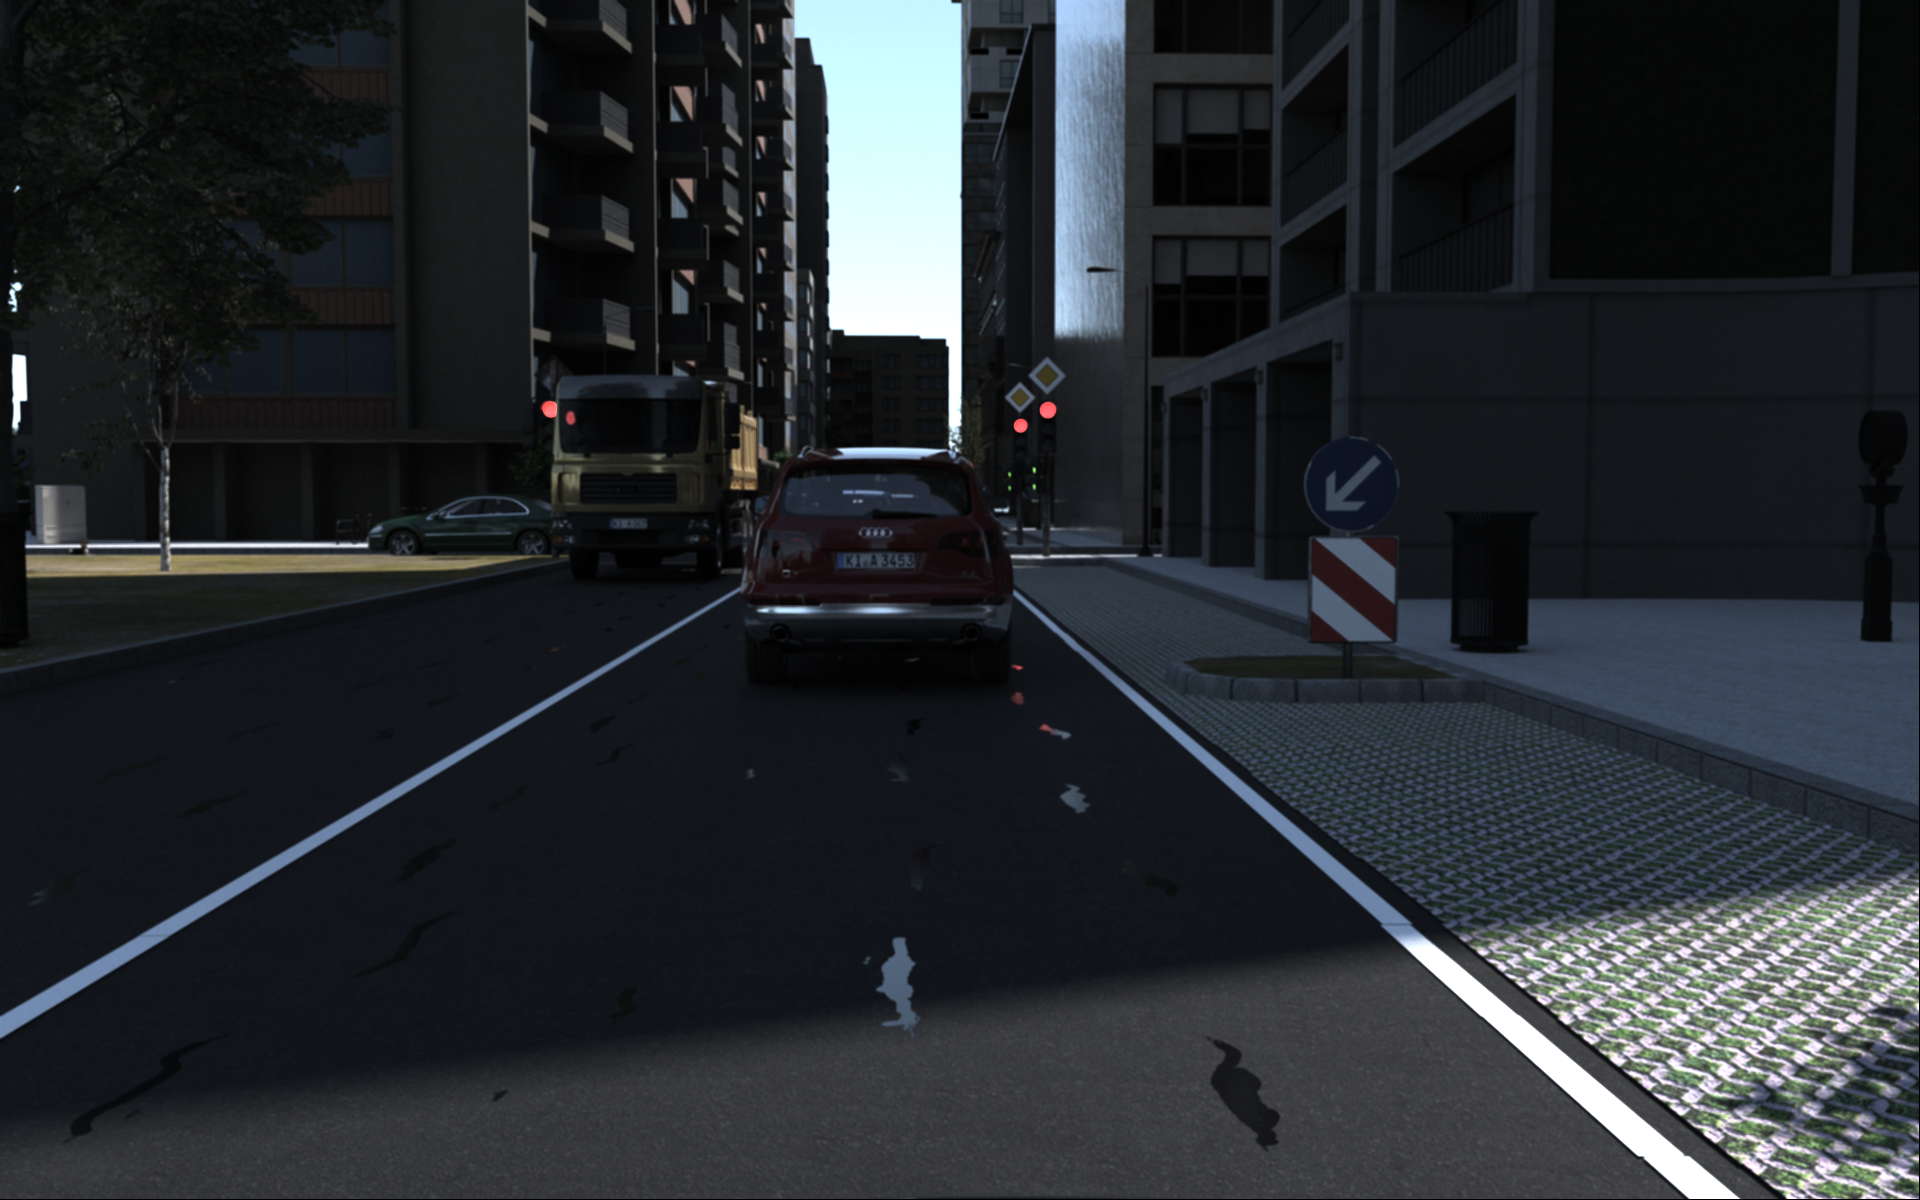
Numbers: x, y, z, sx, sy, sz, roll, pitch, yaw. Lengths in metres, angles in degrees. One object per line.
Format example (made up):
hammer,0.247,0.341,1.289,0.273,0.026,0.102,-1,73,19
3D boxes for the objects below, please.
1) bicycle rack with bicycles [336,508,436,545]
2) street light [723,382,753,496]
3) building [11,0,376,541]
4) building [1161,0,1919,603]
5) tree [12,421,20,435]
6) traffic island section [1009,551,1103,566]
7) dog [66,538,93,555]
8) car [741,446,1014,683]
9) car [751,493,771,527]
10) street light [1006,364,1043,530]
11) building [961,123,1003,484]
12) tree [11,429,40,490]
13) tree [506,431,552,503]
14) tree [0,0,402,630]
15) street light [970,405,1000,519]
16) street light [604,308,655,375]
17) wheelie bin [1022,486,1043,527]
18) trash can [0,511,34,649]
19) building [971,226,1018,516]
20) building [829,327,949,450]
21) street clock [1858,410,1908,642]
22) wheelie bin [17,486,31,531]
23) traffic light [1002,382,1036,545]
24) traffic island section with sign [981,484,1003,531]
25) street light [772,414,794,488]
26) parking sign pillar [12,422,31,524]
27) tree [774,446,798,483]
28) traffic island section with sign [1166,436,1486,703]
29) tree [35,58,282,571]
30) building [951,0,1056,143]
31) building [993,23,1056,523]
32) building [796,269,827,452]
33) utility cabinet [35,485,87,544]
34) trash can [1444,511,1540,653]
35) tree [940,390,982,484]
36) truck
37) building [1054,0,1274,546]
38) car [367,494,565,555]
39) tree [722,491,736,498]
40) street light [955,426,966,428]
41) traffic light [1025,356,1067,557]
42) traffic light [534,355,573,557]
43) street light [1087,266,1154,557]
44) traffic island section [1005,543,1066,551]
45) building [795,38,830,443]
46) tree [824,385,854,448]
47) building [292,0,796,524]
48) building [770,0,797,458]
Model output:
bicycle rack with bicycles,-14.655,-1.911,44.632,2.852,0.926,2.925,0,4,2
street light,-9.308,-6.092,72.151,1.470,5.913,1.316,0,4,-2
building,-19.261,-24.735,59.043,22.147,44.769,28.867,0,4,-2
building,14.740,-35.815,23.821,20.563,71.187,20.611,0,4,-2
tree,-40.784,-5.608,75.410,4.285,4.588,4.351,0,3,0
traffic island section,1.795,-0.811,35.545,2.009,0.180,2.903,0,4,-2
dog,-20.338,-1.214,40.045,0.550,0.427,0.748,-3,5,-43
car,-0.669,-0.369,14.704,2.281,1.827,5.304,0,4,-2
car,-5.542,-2.802,54.846,2.155,1.783,4.494,0,4,0
street light,2.346,-5.481,62.151,1.470,5.913,1.316,0,4,-2
building,7.039,-22.410,138.111,14.160,30.474,14.107,0,4,-2
tree,-24.353,-2.991,43.508,1.663,3.219,1.824,0,3,0
tree,-9.948,-2.895,41.935,1.663,3.219,1.824,0,3,0
tree,-8.930,-6.017,16.502,7.486,12.596,7.792,0,3,0
street light,1.344,-7.203,90.311,1.470,5.913,1.316,0,4,-2
street light,-8.298,-4.326,43.275,1.470,5.913,1.316,0,4,-2
wheelie bin,2.745,-3.593,66.657,0.980,1.594,0.693,-2,4,-32
trash can,-8.145,-0.173,14.479,0.748,1.137,0.748,0,3,0
building,6.380,-14.958,109.191,10.561,19.102,19.286,0,4,-2
building,-16.151,-22.659,215.507,28.899,21.520,27.650,0,4,-2
street clock,7.999,-0.642,15.061,0.358,2.002,0.471,0,4,6
wheelie bin,-32.958,-3.222,60.587,0.980,1.594,0.693,-3,5,-43
traffic light,1.480,-3.333,43.410,0.839,4.253,0.868,0,4,-2
traffic island section with sign,0.673,-3.655,68.395,1.989,1.847,2.006,0,4,-2
street light,-10.315,-7.834,100.625,1.470,5.913,1.316,0,4,-2
parking sign pillar,-34.477,-4.630,64.165,1.447,3.967,1.447,2,4,27
tree,-11.777,-8.146,116.902,4.285,4.588,4.351,0,3,0
traffic island section with sign,2.576,-0.252,12.746,1.989,1.847,2.006,0,4,-2
tree,-13.391,-4.805,28.932,4.360,8.622,3.978,0,3,0
building,13.936,-34.857,159.151,28.713,52.752,27.495,0,4,-2
building,9.515,-16.234,84.488,14.314,24.678,30.058,0,4,-2
building,-25.830,-18.479,147.178,27.650,21.520,28.899,0,4,-2
utility cabinet,-22.848,-2.162,44.034,0.318,1.500,1.173,2,4,28
trash can,4.335,-0.153,14.163,0.748,1.137,0.748,0,3,0
tree,1.634,-10.792,126.808,4.737,8.622,4.395,0,3,0
truck,-5.352,-2.164,31.304,3.469,3.379,9.791,0,4,-2
building,20.706,-15.167,52.494,34.151,26.468,19.350,0,4,-2
car,-10.673,-1.634,38.518,4.920,1.459,2.131,0,4,-1
tree,-10.646,-5.230,80.109,1.663,3.219,1.824,0,3,0
street light,0.365,-8.926,118.480,1.470,5.913,1.316,0,4,-2
traffic light,1.754,-2.845,35.430,0.839,4.253,0.868,0,4,-2
traffic light,-8.201,-2.823,35.074,0.839,4.253,0.868,0,4,-2
street light,3.278,-3.849,35.469,1.470,5.913,1.316,0,4,-2
traffic island section,1.521,-1.299,43.526,2.009,0.180,2.903,0,4,-2
building,-24.709,-34.139,181.874,21.600,48.544,21.300,0,4,-2
tree,-13.959,-15.267,167.740,7.486,12.596,7.792,0,3,0
building,-20.789,-27.028,96.526,22.147,44.769,28.867,0,4,-2
building,-19.173,-29.042,124.954,14.600,45.320,14.200,0,4,-2
